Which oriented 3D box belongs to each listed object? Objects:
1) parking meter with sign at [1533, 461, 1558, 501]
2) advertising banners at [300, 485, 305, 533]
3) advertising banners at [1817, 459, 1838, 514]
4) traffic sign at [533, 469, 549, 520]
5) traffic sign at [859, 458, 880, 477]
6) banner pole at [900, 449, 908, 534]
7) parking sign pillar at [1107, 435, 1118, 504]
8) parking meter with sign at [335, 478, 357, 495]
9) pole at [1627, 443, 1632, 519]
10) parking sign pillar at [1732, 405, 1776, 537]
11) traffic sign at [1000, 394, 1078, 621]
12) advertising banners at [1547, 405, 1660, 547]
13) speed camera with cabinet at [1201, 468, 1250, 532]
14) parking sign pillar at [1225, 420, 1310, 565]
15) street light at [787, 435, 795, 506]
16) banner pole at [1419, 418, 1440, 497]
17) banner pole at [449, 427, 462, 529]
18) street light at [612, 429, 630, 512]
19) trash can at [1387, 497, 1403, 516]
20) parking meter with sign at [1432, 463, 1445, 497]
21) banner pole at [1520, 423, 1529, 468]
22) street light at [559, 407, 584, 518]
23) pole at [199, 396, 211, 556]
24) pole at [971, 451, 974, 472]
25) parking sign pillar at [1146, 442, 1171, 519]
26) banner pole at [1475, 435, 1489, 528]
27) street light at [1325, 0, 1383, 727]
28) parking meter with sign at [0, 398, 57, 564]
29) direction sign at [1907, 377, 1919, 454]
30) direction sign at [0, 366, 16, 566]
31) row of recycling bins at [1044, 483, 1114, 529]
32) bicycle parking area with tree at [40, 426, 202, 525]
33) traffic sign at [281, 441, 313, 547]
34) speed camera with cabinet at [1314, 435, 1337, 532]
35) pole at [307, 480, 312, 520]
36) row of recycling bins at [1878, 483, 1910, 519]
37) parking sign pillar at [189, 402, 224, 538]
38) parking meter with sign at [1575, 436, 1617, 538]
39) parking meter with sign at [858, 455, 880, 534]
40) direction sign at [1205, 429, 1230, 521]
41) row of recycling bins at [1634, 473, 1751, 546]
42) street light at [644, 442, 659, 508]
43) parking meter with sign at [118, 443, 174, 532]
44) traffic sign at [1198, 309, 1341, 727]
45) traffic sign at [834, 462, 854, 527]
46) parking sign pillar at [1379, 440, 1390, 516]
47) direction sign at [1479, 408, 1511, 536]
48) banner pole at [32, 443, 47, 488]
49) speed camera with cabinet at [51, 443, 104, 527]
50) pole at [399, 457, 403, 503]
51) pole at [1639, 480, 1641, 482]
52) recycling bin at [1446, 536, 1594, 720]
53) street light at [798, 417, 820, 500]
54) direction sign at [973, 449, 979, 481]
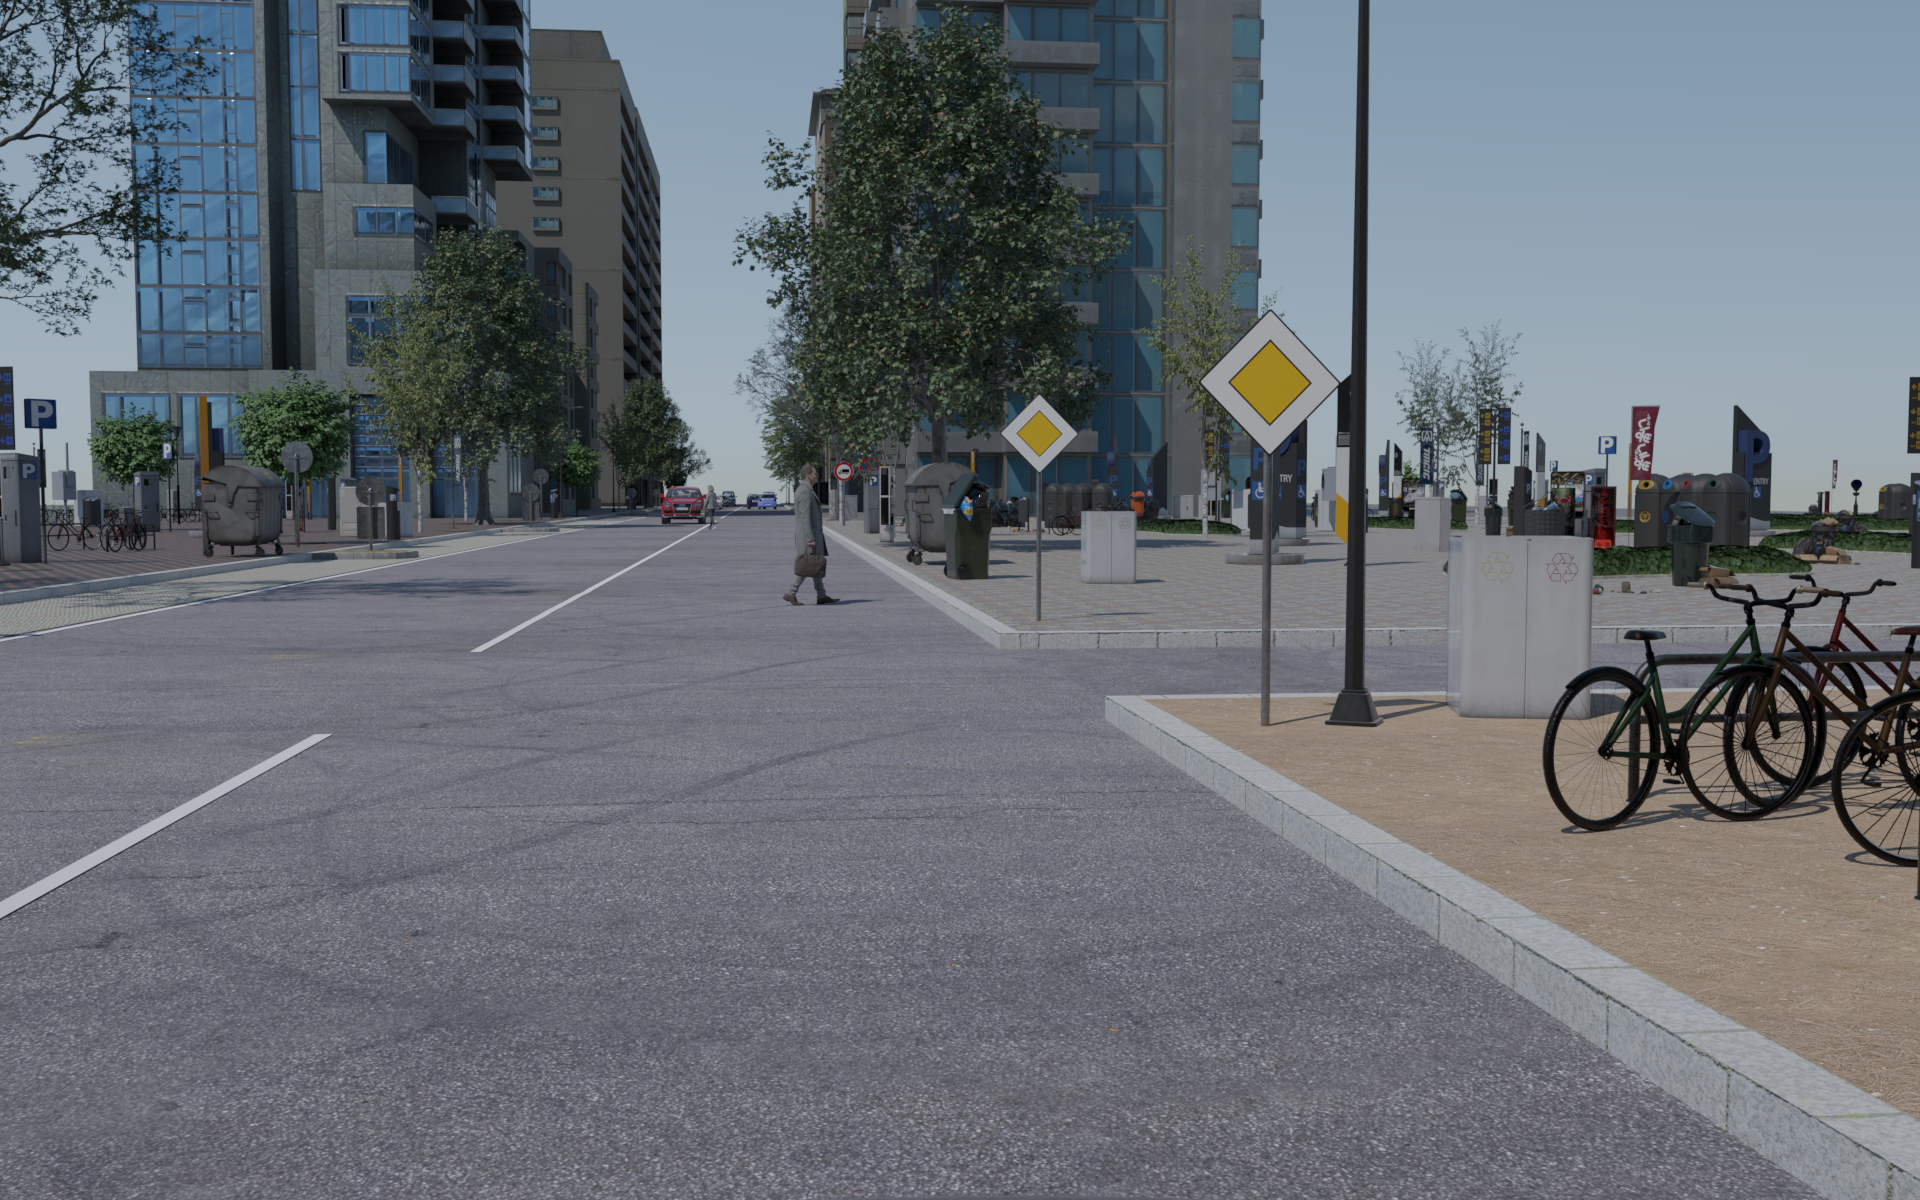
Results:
[{"bbox_3d":[30.246,-5.750,90.272,1.738,3.016,0.543,-1,4,-20],"label":"parking meter with sign"},{"bbox_3d":[-21.931,-3.769,57.806,0.090,3.025,2.074,-2,4,-24],"label":"advertising banners"},{"bbox_3d":[44.344,-5.649,88.555,0.090,3.025,2.074,0,4,2],"label":"advertising banners"},{"bbox_3d":[-20.988,-5.299,86.749,0.768,2.556,0.104,0,4,-4],"label":"traffic sign"},{"bbox_3d":[-3.023,-3.559,58.302,0.768,2.556,0.104,0,4,-5],"label":"traffic sign"},{"bbox_3d":[-1.702,-3.990,55.254,0.401,3.779,0.863,0,4,-3],"label":"banner pole"},{"bbox_3d":[6.968,-5.540,79.050,1.447,3.967,1.447,0,4,3],"label":"parking sign pillar"},{"bbox_3d":[-29.081,-5.275,82.503,0.543,3.016,1.738,2,4,32],"label":"parking meter with sign"},{"bbox_3d":[26.991,-4.643,69.754,0.158,3.312,0.155,0,3,0],"label":"pole"},{"bbox_3d":[24.098,-3.929,52.710,1.447,3.967,1.447,-2,4,-28],"label":"parking sign pillar"},{"bbox_3d":[0.793,-0.844,17.449,0.795,2.450,0.064,0,4,-6],"label":"traffic sign"},{"bbox_3d":[12.815,-2.346,34.552,2.074,3.025,0.090,1,4,22],"label":"advertising banners"},{"bbox_3d":[9.629,-4.119,61.685,2.038,3.252,0.660,1,4,13],"label":"speed camera with cabinet"},{"bbox_3d":[5.615,-2.652,31.827,1.447,3.967,1.447,1,4,16],"label":"parking sign pillar"},{"bbox_3d":[-12.707,-10.029,136.522,1.470,5.913,1.316,0,4,-6],"label":"street light"},{"bbox_3d":[15.507,-4.098,57.025,0.863,3.779,0.401,-1,4,-9],"label":"banner pole"},{"bbox_3d":[-18.752,-4.550,64.410,0.863,3.779,0.401,3,5,42],"label":"banner pole"},{"bbox_3d":[-24.167,-9.231,123.474,1.470,5.913,1.316,0,4,-6],"label":"street light"},{"bbox_3d":[18.636,-3.816,74.042,0.748,1.137,0.748,0,3,0],"label":"trash can"},{"bbox_3d":[26.184,-6.023,94.734,0.543,3.016,1.738,0,4,-6],"label":"parking meter with sign"},{"bbox_3d":[19.706,-4.313,60.527,0.401,3.779,0.863,0,4,-5],"label":"banner pole"},{"bbox_3d":[-20.626,-7.302,91.925,1.470,5.913,1.316,0,4,-6],"label":"street light"},{"bbox_3d":[-15.678,-2.576,35.967,0.158,3.312,0.155,0,3,0],"label":"pole"},{"bbox_3d":[0.610,-5.451,82.969,0.158,3.312,0.155,0,3,0],"label":"pole"},{"bbox_3d":[10.075,-6.122,88.560,1.447,3.967,1.447,3,5,41],"label":"parking sign pillar"},{"bbox_3d":[19.506,-4.561,64.586,0.863,3.779,0.401,-2,4,-31],"label":"banner pole"},{"bbox_3d":[1.668,-2.258,9.463,1.470,5.913,1.316,0,4,-6],"label":"street light"},{"bbox_3d":[-17.487,-2.203,32.274,1.738,3.016,0.543,3,4,37],"label":"parking meter with sign"},{"bbox_3d":[18.762,-2.540,33.519,0.876,3.537,0.379,0,4,-1],"label":"direction sign"},{"bbox_3d":[-17.197,-2.378,30.882,0.876,3.537,0.379,1,4,16],"label":"direction sign"},{"bbox_3d":[4.387,-3.501,64.355,1.069,1.692,3.534,-3,4,-36],"label":"row of recycling bins"},{"bbox_3d":[-35.013,-5.386,75.057,9.016,4.147,8.231,-2,4,-30],"label":"bicycle parking area with tree"},{"bbox_3d":[-15.931,-2.539,41.612,0.768,2.556,0.104,0,4,1],"label":"traffic sign"},{"bbox_3d":[12.549,-3.962,59.107,0.660,3.252,2.038,0,4,3],"label":"speed camera with cabinet"},{"bbox_3d":[-32.527,-5.672,86.584,0.158,3.312,0.155,0,3,0],"label":"pole"},{"bbox_3d":[36.325,-3.677,67.225,1.069,1.692,3.534,2,4,23],"label":"row of recycling bins"},{"bbox_3d":[-22.123,-3.844,51.325,1.447,3.967,1.447,-2,4,-28],"label":"parking sign pillar"},{"bbox_3d":[18.846,-3.384,51.583,1.738,3.016,0.543,-3,5,-42],"label":"parking meter with sign"},{"bbox_3d":[-2.922,-3.694,56.657,0.543,3.016,1.738,-1,4,-13],"label":"parking meter with sign"},{"bbox_3d":[8.979,-4.199,60.643,0.876,3.537,0.379,0,4,7],"label":"direction sign"},{"bbox_3d":[14.817,-1.711,35.093,1.069,1.692,3.534,0,4,-6],"label":"row of recycling bins"},{"bbox_3d":[-27.672,-11.161,155.027,1.470,5.913,1.316,0,4,-6],"label":"street light"},{"bbox_3d":[-27.379,-3.792,58.261,0.543,3.016,1.738,2,4,35],"label":"parking meter with sign"},{"bbox_3d":[1.685,-0.359,9.514,0.795,2.450,0.064,0,4,-6],"label":"traffic sign"},{"bbox_3d":[-4.582,-4.178,68.418,0.768,2.556,0.104,0,4,0],"label":"traffic sign"},{"bbox_3d":[20.865,-5.915,85.182,1.447,3.967,1.447,1,4,18],"label":"parking sign pillar"},{"bbox_3d":[14.085,-3.283,45.671,0.876,3.537,0.379,3,5,43],"label":"direction sign"},{"bbox_3d":[-44.892,-5.775,84.444,0.401,3.779,0.863,2,4,25],"label":"banner pole"},{"bbox_3d":[-34.288,-4.462,67.292,0.660,3.252,2.038,1,4,16],"label":"speed camera with cabinet"},{"bbox_3d":[-28.638,-5.804,88.746,0.158,3.312,0.155,0,3,0],"label":"pole"},{"bbox_3d":[24.541,-4.193,62.399,0.158,3.312,0.155,0,3,0],"label":"pole"},{"bbox_3d":[3.279,0.144,10.198,0.722,1.027,0.722,1,4,8],"label":"recycling bin"},{"bbox_3d":[-9.112,-8.100,104.980,1.470,5.913,1.316,0,4,-6],"label":"street light"},{"bbox_3d":[0.785,-5.782,86.529,0.379,3.537,0.876,1,4,17],"label":"direction sign"}]
